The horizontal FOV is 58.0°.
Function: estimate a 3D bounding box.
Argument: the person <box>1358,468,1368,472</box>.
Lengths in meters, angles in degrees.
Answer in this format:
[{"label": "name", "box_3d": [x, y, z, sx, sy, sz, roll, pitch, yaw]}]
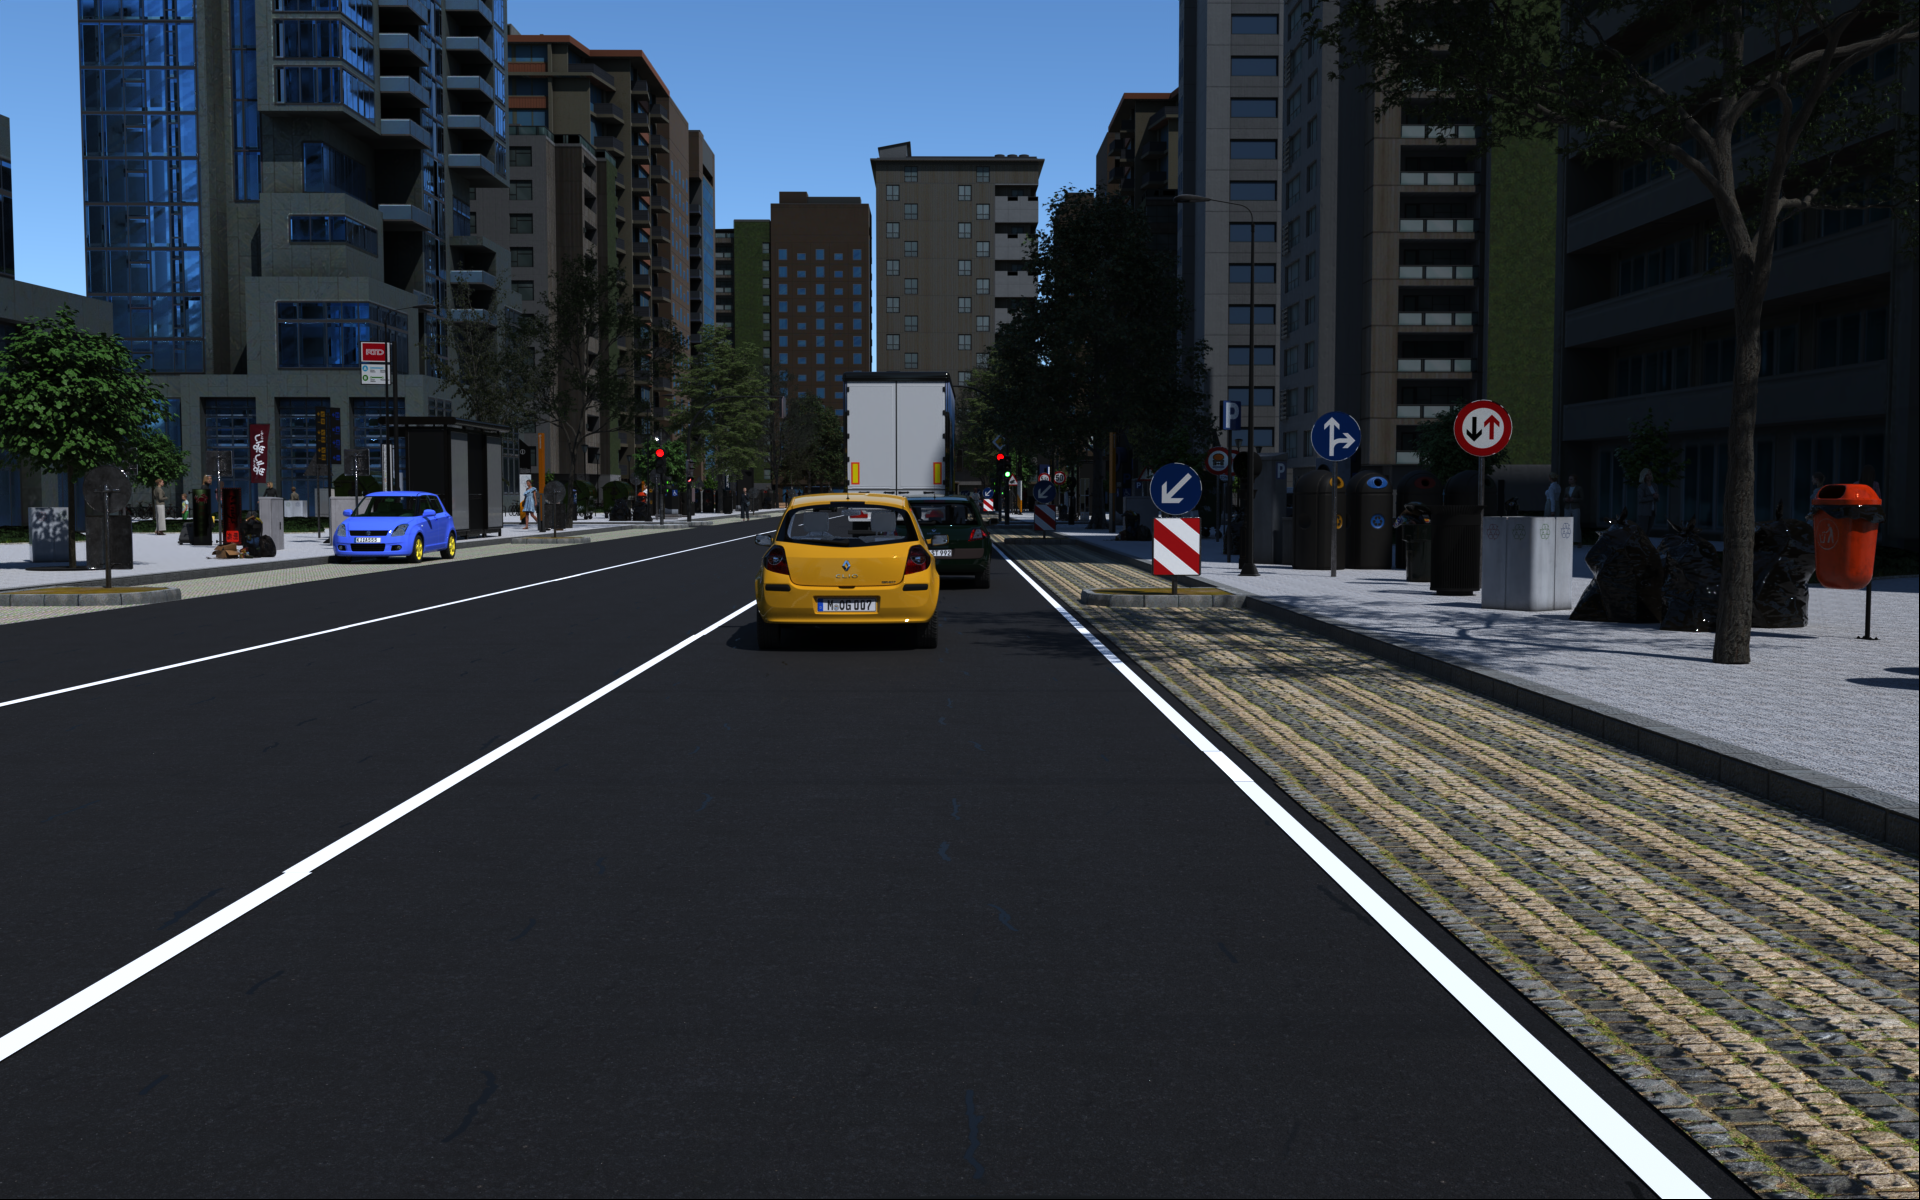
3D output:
[{"label": "person", "box_3d": [7.736, -1.639, 33.188, 0.374, 1.781, 0.599, 2, 4, 26]}]

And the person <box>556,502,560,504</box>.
[{"label": "person", "box_3d": [-19.272, -4.665, 82.656, 0.374, 1.781, 0.599, -2, 4, -23]}]

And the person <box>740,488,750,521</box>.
[{"label": "person", "box_3d": [-11.444, -5.086, 92.075, 0.576, 1.772, 0.534, 0, 4, 2]}]

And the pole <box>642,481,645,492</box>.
[{"label": "pole", "box_3d": [-17.027, -6.075, 93.165, 0.158, 3.312, 0.155, 0, 3, 0]}]

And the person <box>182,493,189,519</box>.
[{"label": "person", "box_3d": [-28.931, -3.329, 64.722, 0.306, 1.304, 0.590, 1, 4, 13]}]

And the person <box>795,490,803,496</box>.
[{"label": "person", "box_3d": [-21.214, -13.607, 228.536, 1.348, 1.822, 0.705, -2, 4, -33]}]

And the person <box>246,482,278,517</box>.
[{"label": "person", "box_3d": [-28.898, -4.010, 71.823, 1.509, 1.804, 0.699, 2, 4, 24]}]

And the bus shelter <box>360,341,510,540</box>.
[{"label": "bus shelter", "box_3d": [-14.672, -4.317, 48.211, 2.179, 5.291, 8.768, 0, 4, -1]}]

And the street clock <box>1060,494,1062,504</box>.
[{"label": "street clock", "box_3d": [6.422, -6.406, 109.311, 0.471, 2.002, 0.358, -2, 4, -35]}]

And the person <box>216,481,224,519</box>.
[{"label": "person", "box_3d": [-30.792, -4.053, 72.325, 0.555, 1.821, 0.388, 0, 4, 7]}]

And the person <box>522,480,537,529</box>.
[{"label": "person", "box_3d": [-15.713, -3.496, 63.289, 0.616, 1.811, 0.778, 3, 4, 38]}]

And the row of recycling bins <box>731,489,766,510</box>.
[{"label": "row of recycling bins", "box_3d": [-18.183, -8.358, 143.758, 3.534, 1.692, 1.069, 1, 4, 8]}]

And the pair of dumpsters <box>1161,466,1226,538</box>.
[{"label": "pair of dumpsters", "box_3d": [6.890, -3.016, 51.802, 1.574, 2.255, 4.437, 0, 4, -1]}]

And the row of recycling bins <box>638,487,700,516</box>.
[{"label": "row of recycling bins", "box_3d": [-17.396, -5.829, 102.424, 3.534, 1.692, 1.069, -2, 4, -35]}]

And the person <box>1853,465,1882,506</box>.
[{"label": "person", "box_3d": [16.780, -1.589, 32.030, 0.555, 1.821, 0.388, 1, 4, 18]}]

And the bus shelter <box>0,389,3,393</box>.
[{"label": "bus shelter", "box_3d": [-15.499, -1.813, 23.565, 2.014, 3.302, 5.546, 0, 4, -1]}]

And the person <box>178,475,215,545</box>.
[{"label": "person", "box_3d": [-19.475, -2.323, 44.246, 0.699, 1.804, 1.509, 1, 4, 12]}]

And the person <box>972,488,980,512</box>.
[{"label": "person", "box_3d": [0.824, -5.010, 90.986, 0.480, 1.755, 0.524, -1, 4, -20]}]

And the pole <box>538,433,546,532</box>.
[{"label": "pole", "box_3d": [-14.010, -3.926, 58.039, 0.158, 3.312, 0.155, 0, 3, 0]}]

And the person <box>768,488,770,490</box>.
[{"label": "person", "box_3d": [-17.656, -9.403, 159.919, 0.705, 1.807, 1.348, -2, 4, -29]}]

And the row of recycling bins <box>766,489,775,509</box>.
[{"label": "row of recycling bins", "box_3d": [-17.532, -8.812, 151.186, 1.069, 1.692, 3.534, 3, 4, 36]}]

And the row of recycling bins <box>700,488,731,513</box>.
[{"label": "row of recycling bins", "box_3d": [-17.877, -6.887, 119.720, 3.534, 1.692, 1.069, -1, 4, -16]}]

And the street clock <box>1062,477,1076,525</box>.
[{"label": "street clock", "box_3d": [4.648, -4.140, 72.252, 0.358, 2.002, 0.471, -2, 4, -24]}]

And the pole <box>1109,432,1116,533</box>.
[{"label": "pole", "box_3d": [5.046, -3.881, 57.291, 0.158, 3.312, 0.155, 0, 3, 0]}]

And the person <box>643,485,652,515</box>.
[{"label": "person", "box_3d": [-16.591, -5.222, 91.640, 0.641, 1.798, 0.478, -3, 4, -36]}]

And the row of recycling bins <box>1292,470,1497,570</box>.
[{"label": "row of recycling bins", "box_3d": [7.442, -1.384, 29.747, 3.534, 1.692, 1.069, 0, 4, -8]}]

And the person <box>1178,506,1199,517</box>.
[{"label": "person", "box_3d": [6.466, -2.608, 49.033, 0.624, 1.780, 0.694, -3, 5, -43]}]

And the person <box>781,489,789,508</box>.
[{"label": "person", "box_3d": [-16.108, -9.421, 160.900, 1.217, 1.723, 0.721, 2, 4, 25]}]

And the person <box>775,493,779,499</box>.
[{"label": "person", "box_3d": [-18.386, -10.120, 172.980, 0.415, 1.643, 0.593, 3, 5, 43]}]

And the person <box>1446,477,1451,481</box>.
[{"label": "person", "box_3d": [14.734, -2.806, 52.153, 0.641, 1.798, 0.478, 2, 4, 31]}]

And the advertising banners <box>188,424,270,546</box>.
[{"label": "advertising banners", "box_3d": [-18.144, -2.867, 43.058, 2.074, 3.025, 0.090, 0, 4, 1]}]

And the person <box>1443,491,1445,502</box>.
[{"label": "person", "box_3d": [24.044, -4.858, 85.329, 0.748, 1.841, 0.638, -1, 4, -12]}]

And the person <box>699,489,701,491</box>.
[{"label": "person", "box_3d": [-28.753, -11.348, 191.589, 0.705, 1.824, 1.348, -1, 4, -14]}]

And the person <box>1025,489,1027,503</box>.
[{"label": "person", "box_3d": [8.147, -12.761, 214.314, 0.705, 1.869, 1.348, 1, 4, 11]}]

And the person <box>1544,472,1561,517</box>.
[{"label": "person", "box_3d": [13.871, -2.085, 40.356, 0.478, 1.798, 0.641, -2, 4, -32]}]

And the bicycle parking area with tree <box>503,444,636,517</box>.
[{"label": "bicycle parking area with tree", "box_3d": [-24.362, -6.929, 100.291, 8.231, 4.147, 9.016, 1, 4, 15]}]

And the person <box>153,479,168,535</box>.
[{"label": "person", "box_3d": [-24.919, -2.902, 54.046, 0.519, 1.759, 0.362, 3, 5, 45]}]

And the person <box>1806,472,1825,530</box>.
[{"label": "person", "box_3d": [16.190, -1.569, 32.698, 0.512, 1.701, 0.522, -3, 5, -41]}]

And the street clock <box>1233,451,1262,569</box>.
[{"label": "street clock", "box_3d": [4.881, -1.522, 29.456, 0.358, 2.002, 0.471, -3, 5, -39]}]

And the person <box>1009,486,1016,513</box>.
[{"label": "person", "box_3d": [3.251, -6.635, 114.295, 0.755, 1.850, 0.659, -3, 5, -40]}]

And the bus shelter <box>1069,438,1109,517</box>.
[{"label": "bus shelter", "box_3d": [7.225, -7.447, 99.392, 2.179, 5.291, 8.768, 0, 4, -1]}]

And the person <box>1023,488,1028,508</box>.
[{"label": "person", "box_3d": [5.925, -9.300, 158.029, 0.705, 1.831, 1.348, 1, 4, 22]}]

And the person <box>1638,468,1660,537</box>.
[{"label": "person", "box_3d": [13.798, -1.737, 34.626, 0.537, 1.800, 0.526, -1, 4, -16]}]

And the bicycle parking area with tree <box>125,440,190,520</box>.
[{"label": "bicycle parking area with tree", "box_3d": [-44.288, -6.226, 88.791, 9.016, 4.147, 8.231, 1, 4, 14]}]

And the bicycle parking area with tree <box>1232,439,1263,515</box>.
[{"label": "bicycle parking area with tree", "box_3d": [16.862, -6.248, 89.154, 8.231, 4.147, 9.016, 2, 4, 32]}]

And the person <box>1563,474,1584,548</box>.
[{"label": "person", "box_3d": [14.603, -2.125, 41.342, 0.362, 1.759, 0.519, -3, 5, -41]}]

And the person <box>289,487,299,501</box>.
[{"label": "person", "box_3d": [-29.685, -4.163, 77.116, 0.362, 1.759, 0.519, 1, 4, 19]}]
